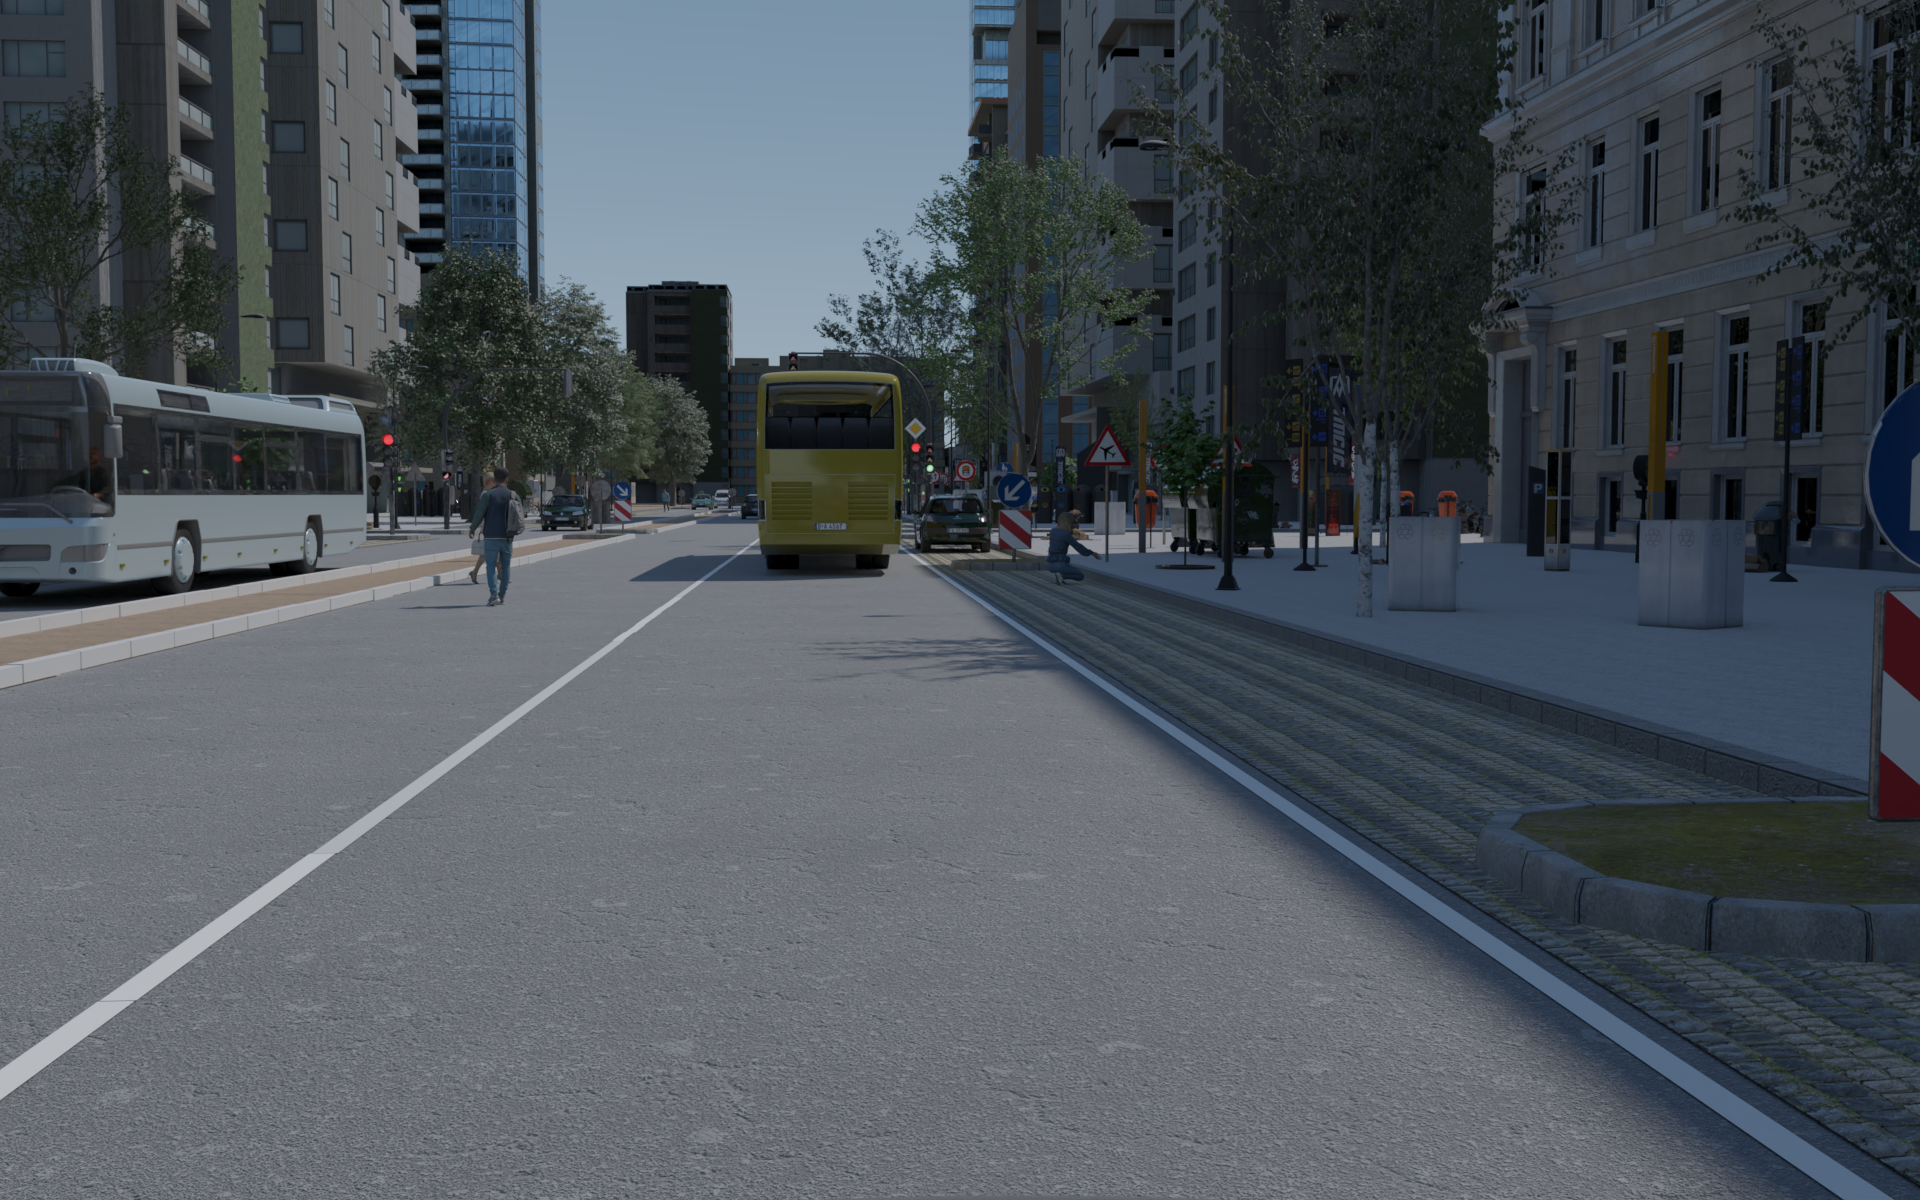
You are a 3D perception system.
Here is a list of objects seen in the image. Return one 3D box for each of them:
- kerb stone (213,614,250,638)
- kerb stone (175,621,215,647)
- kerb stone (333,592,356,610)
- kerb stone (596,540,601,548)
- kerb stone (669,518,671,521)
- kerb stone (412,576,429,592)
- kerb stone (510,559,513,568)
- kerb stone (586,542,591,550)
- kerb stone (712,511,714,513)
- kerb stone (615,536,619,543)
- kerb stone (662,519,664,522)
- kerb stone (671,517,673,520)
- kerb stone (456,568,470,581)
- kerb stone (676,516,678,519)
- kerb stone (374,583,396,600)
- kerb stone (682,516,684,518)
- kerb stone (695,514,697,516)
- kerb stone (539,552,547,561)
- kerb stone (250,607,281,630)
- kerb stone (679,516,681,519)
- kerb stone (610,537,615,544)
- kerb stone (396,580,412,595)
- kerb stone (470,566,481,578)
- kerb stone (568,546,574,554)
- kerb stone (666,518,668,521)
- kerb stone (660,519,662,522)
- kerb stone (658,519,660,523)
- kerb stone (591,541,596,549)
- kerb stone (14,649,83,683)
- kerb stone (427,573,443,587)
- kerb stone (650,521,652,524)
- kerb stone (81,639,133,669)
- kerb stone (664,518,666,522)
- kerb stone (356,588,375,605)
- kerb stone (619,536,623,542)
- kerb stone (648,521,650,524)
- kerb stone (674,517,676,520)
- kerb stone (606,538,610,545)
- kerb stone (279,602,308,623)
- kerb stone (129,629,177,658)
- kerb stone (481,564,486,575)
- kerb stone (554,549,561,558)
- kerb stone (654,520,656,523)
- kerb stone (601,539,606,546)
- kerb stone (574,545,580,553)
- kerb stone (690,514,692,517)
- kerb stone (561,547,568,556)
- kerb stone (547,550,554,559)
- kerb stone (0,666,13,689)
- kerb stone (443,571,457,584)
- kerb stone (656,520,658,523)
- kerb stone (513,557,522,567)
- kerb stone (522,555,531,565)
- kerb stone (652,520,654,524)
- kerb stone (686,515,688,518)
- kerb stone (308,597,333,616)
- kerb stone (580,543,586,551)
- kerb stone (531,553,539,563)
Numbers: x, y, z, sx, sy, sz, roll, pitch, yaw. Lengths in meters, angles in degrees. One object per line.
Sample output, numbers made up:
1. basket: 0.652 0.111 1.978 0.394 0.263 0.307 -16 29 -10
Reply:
1. kerb stone: -7.500 0.278 17.675 0.120 0.150 1.000 0 4 -5
2. kerb stone: -7.423 0.339 16.647 0.120 0.150 1.000 0 4 -5
3. kerb stone: -7.825 0.031 21.768 0.120 0.150 1.000 0 4 -5
4. kerb stone: -9.789 -1.474 46.301 0.120 0.150 1.000 0 4 -5
5. kerb stone: -15.514 -4.240 91.586 0.120 0.150 1.000 0 4 -5
6. kerb stone: -8.142 -0.217 25.857 0.120 0.150 1.000 0 4 -5
7. kerb stone: -8.724 -0.660 33.011 0.120 0.150 1.000 0 4 -5
8. kerb stone: -9.625 -1.349 44.259 0.120 0.150 1.000 0 4 -5
9. kerb stone: -18.361 -6.428 127.330 0.120 0.150 1.000 0 4 -5
10. kerb stone: -10.111 -1.724 50.377 0.120 0.150 1.000 0 4 -5
11. kerb stone: -15.186 -3.994 87.502 0.120 0.150 1.000 0 4 -5
12. kerb stone: -15.594 -4.307 92.613 0.120 0.150 1.000 0 4 -5
13. kerb stone: -8.396 -0.408 28.924 0.120 0.150 1.000 0 4 -5
14. kerb stone: -15.841 -4.490 95.670 0.120 0.150 1.000 0 4 -5
15. kerb stone: -7.980 -0.099 23.809 0.120 0.150 1.000 0 4 -5
16. kerb stone: -16.154 -4.743 99.770 0.120 0.150 1.000 0 4 -5
17. kerb stone: -16.981 -5.369 109.978 0.120 0.150 1.000 0 4 -5
18. kerb stone: -9.050 -0.911 37.086 0.120 0.150 1.000 0 4 -5
19. kerb stone: -7.579 0.215 18.696 0.120 0.150 1.000 0 4 -5
20. kerb stone: -16.001 -4.619 97.717 0.120 0.150 1.000 0 4 -5
21. kerb stone: -10.033 -1.658 49.359 0.120 0.150 1.000 0 4 -5
22. kerb stone: -8.068 -0.161 24.836 0.120 0.150 1.000 0 4 -5
23. kerb stone: -8.482 -0.473 29.950 0.120 0.150 1.000 0 4 -5
24. kerb stone: -9.376 -1.162 41.192 0.120 0.150 1.000 0 4 -5
25. kerb stone: -15.347 -4.119 89.540 0.120 0.150 1.000 0 4 -5
26. kerb stone: -15.095 -3.932 86.484 0.120 0.150 1.000 0 4 -5
27. kerb stone: -15.018 -3.870 85.464 0.120 0.150 1.000 0 4 -5
28. kerb stone: -9.706 -1.412 45.277 0.120 0.150 1.000 0 4 -5
29. kerb stone: -7.171 0.527 13.576 0.120 0.150 1.000 0 4 -5
30. kerb stone: -8.239 -0.287 26.883 0.120 0.150 1.000 0 4 -5
31. kerb stone: -14.695 -3.620 81.385 0.120 0.150 1.000 0 4 -5
32. kerb stone: -7.256 0.464 14.603 0.120 0.150 1.000 0 4 -5
33. kerb stone: -15.262 -4.057 88.522 0.120 0.150 1.000 0 4 -5
34. kerb stone: -7.915 -0.031 22.787 0.120 0.150 1.000 0 4 -5
35. kerb stone: -10.186 -1.785 51.398 0.120 0.150 1.000 0 4 -5
36. kerb stone: -14.613 -3.557 80.358 0.120 0.150 1.000 0 4 -5
37. kerb stone: -15.758 -4.432 94.651 0.120 0.150 1.000 0 4 -5
38. kerb stone: -9.950 -1.599 48.339 0.120 0.150 1.000 0 4 -5
39. kerb stone: -7.660 0.152 19.715 0.120 0.150 1.000 0 4 -5
40. kerb stone: -7.338 0.402 15.626 0.120 0.150 1.000 0 4 -5
41. kerb stone: -8.563 -0.537 30.969 0.120 0.150 1.000 0 4 -5
42. kerb stone: -9.208 -1.033 39.147 0.120 0.150 1.000 0 4 -5
43. kerb stone: -14.852 -3.743 83.424 0.120 0.150 1.000 0 4 -5
44. kerb stone: -9.867 -1.537 47.320 0.120 0.150 1.000 0 4 -5
45. kerb stone: -9.460 -1.224 42.210 0.120 0.150 1.000 0 4 -5
46. kerb stone: -16.654 -5.117 105.897 0.120 0.150 1.000 0 4 -5
47. kerb stone: -9.291 -1.099 40.166 0.120 0.150 1.000 0 4 -5
48. kerb stone: -9.136 -0.971 38.115 0.120 0.150 1.000 0 4 -5
49. kerb stone: -7.087 0.597 12.549 0.120 0.150 1.000 0 4 -5
50. kerb stone: -8.319 -0.343 27.904 0.120 0.150 1.000 0 4 -5
51. kerb stone: -14.939 -3.807 84.442 0.120 0.150 1.000 0 4 -5
52. kerb stone: -8.813 -0.721 34.030 0.120 0.150 1.000 0 4 -5
53. kerb stone: -8.885 -0.784 35.049 0.120 0.150 1.000 0 4 -5
54. kerb stone: -14.778 -3.680 82.404 0.120 0.150 1.000 0 4 -5
55. kerb stone: -16.411 -4.932 102.831 0.120 0.150 1.000 0 4 -5
56. kerb stone: -7.745 0.098 20.734 0.120 0.150 1.000 0 4 -5
57. kerb stone: -9.539 -1.287 43.236 0.120 0.150 1.000 0 4 -5
58. kerb stone: -8.959 -0.848 36.068 0.120 0.150 1.000 0 4 -5
